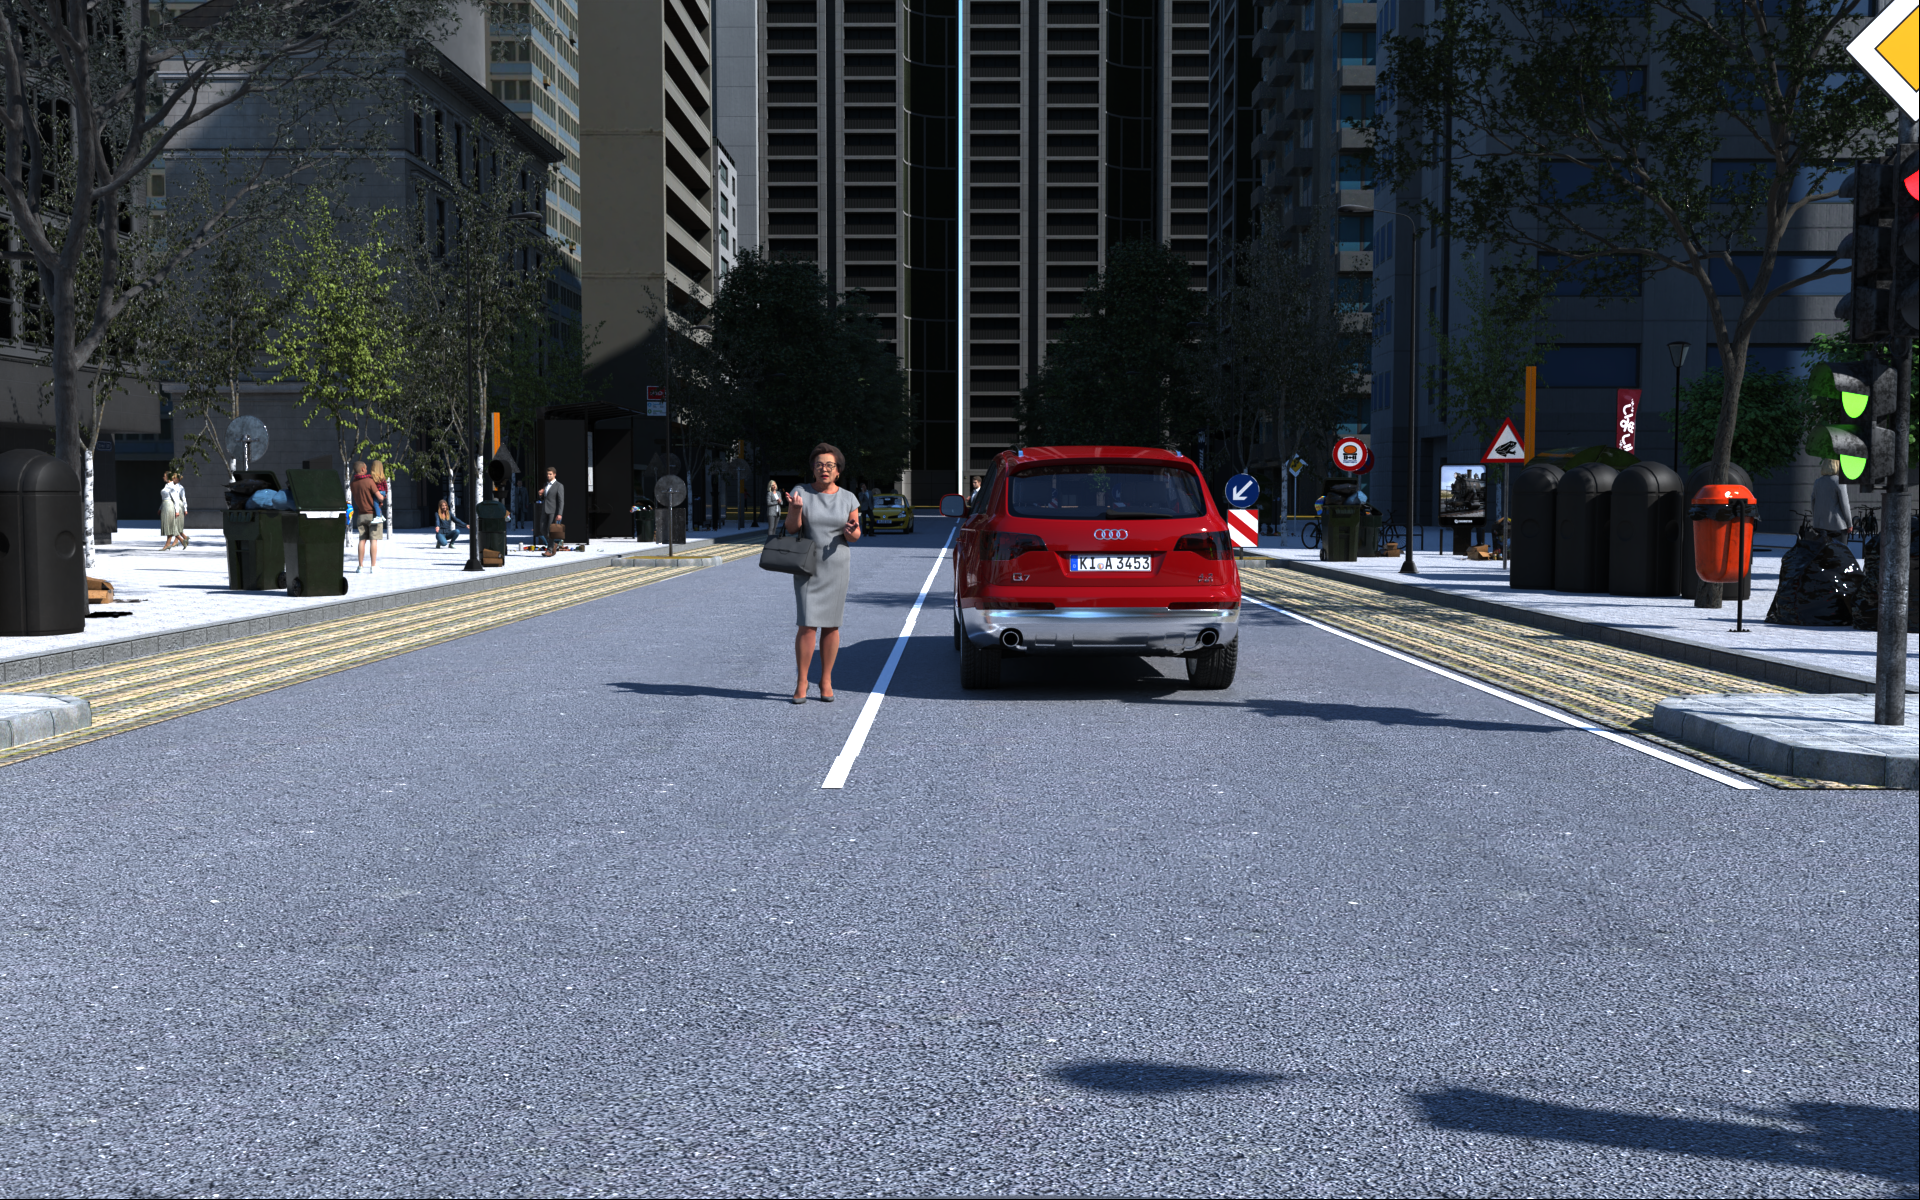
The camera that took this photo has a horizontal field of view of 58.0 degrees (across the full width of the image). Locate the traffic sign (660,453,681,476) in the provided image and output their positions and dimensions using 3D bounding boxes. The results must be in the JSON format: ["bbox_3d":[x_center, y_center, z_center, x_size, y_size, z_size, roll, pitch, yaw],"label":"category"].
[{"bbox_3d":[-9.032,-3.278,53.697,0.768,2.556,0.104,0,4,5],"label":"traffic sign"}]

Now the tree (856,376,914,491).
[{"bbox_3d":[-7.683,-14.050,147.848,7.486,12.596,7.792,0,3,0],"label":"tree"}]

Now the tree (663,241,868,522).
[{"bbox_3d":[-8.775,-9.888,78.678,9.611,12.733,9.660,0,3,0],"label":"tree"}]

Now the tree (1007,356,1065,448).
[{"bbox_3d":[9.223,-15.517,160.350,9.857,13.997,8.962,0,3,0],"label":"tree"}]

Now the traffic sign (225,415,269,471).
[{"bbox_3d":[-11.487,-1.699,27.886,0.768,2.556,0.104,1,4,9],"label":"traffic sign"}]

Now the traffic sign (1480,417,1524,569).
[{"bbox_3d":[9.273,-1.798,29.406,0.884,2.594,0.081,1,4,9],"label":"traffic sign"}]

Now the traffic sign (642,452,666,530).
[{"bbox_3d":[-9.374,-3.267,53.418,0.884,2.594,0.081,0,4,7],"label":"traffic sign"}]

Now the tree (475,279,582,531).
[{"bbox_3d":[-15.533,-6.698,59.868,4.737,8.622,4.395,0,3,0],"label":"tree"}]

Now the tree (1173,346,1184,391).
[{"bbox_3d":[8.218,-6.102,50.129,4.360,8.622,3.978,0,3,0],"label":"tree"}]

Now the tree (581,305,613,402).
[{"bbox_3d":[-15.607,-7.192,67.950,4.737,8.622,4.395,0,3,0],"label":"tree"}]

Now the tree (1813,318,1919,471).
[{"bbox_3d":[13.935,-2.574,25.802,4.285,4.588,4.351,0,3,0],"label":"tree"}]

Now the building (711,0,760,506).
[{"bbox_3d":[-34.878,-39.572,189.006,28.212,58.520,21.231,0,4,0],"label":"building"}]

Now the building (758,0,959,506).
[{"bbox_3d":[-10.471,-45.846,187.832,20.611,71.187,20.563,0,4,0],"label":"building"}]

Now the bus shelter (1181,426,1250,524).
[{"bbox_3d":[9.215,-4.366,62.675,1.731,3.624,6.357,0,4,0],"label":"bus shelter"}]

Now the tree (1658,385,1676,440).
[{"bbox_3d":[17.538,-3.390,39.138,4.285,4.588,4.351,0,3,0],"label":"tree"}]

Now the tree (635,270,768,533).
[{"bbox_3d":[-8.811,-6.546,57.388,4.360,8.622,3.978,0,3,0],"label":"tree"}]

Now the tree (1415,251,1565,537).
[{"bbox_3d":[15.951,-6.207,51.840,4.737,8.622,4.395,0,3,0],"label":"tree"}]

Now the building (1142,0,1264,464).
[{"bbox_3d":[31.483,-45.856,188.005,20.611,71.187,20.563,0,4,0],"label":"building"}]

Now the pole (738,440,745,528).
[{"bbox_3d":[-8.241,-4.368,65.255,0.158,3.312,0.155,0,3,0],"label":"pole"}]

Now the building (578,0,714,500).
[{"bbox_3d":[-29.262,-30.321,119.457,21.300,48.544,21.600,0,4,0],"label":"building"}]

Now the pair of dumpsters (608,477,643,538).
[{"bbox_3d":[-10.715,-3.046,52.303,1.574,2.255,4.437,0,4,0],"label":"pair of dumpsters"}]

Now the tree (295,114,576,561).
[{"bbox_3d":[-9.454,-5.058,33.066,4.360,8.622,3.978,0,3,0],"label":"tree"}]

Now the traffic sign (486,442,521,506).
[{"bbox_3d":[-11.367,-2.635,43.093,0.884,2.594,0.081,0,4,6],"label":"traffic sign"}]

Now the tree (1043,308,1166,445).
[{"bbox_3d":[8.322,-10.275,93.757,9.928,11.665,9.643,0,3,0],"label":"tree"}]

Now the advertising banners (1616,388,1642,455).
[{"bbox_3d":[10.336,-1.970,28.400,2.074,3.025,0.090,-1,4,-21],"label":"advertising banners"}]

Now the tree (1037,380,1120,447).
[{"bbox_3d":[9.170,-11.654,124.954,7.601,10.594,8.767,-1,4,-23],"label":"tree"}]

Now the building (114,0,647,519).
[{"bbox_3d":[-34.773,-24.758,96.679,32.217,40.220,23.993,0,4,0],"label":"building"}]

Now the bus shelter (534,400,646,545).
[{"bbox_3d":[-9.841,-3.380,46.540,1.731,3.624,6.357,0,4,0],"label":"bus shelter"}]

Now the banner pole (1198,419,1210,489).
[{"bbox_3d":[8.151,-4.150,57.873,0.401,3.779,0.863,-2,4,-24],"label":"banner pole"}]

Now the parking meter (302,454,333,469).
[{"bbox_3d":[-9.430,-1.206,25.430,0.399,1.863,0.255,-3,5,-43],"label":"parking meter"}]

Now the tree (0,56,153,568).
[{"bbox_3d":[-15.039,-4.875,30.065,4.360,8.622,3.978,0,3,0],"label":"tree"}]

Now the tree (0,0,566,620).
[{"bbox_3d":[-9.256,-6.570,17.797,12.009,13.543,11.850,0,3,0],"label":"tree"}]

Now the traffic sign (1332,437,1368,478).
[{"bbox_3d":[8.673,-2.354,38.588,0.768,2.556,0.104,0,4,6],"label":"traffic sign"}]

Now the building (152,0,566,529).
[{"bbox_3d":[-24.520,-13.057,64.393,10.553,20.767,40.483,0,4,0],"label":"building"}]

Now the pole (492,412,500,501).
[{"bbox_3d":[-11.611,-3.031,43.400,0.158,3.312,0.155,0,3,0],"label":"pole"}]

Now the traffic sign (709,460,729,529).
[{"bbox_3d":[-8.867,-3.901,63.887,0.768,2.556,0.104,0,4,3],"label":"traffic sign"}]

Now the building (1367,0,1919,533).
[{"bbox_3d":[27.770,-32.264,69.513,21.231,58.520,28.212,0,4,0],"label":"building"}]

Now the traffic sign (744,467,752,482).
[{"bbox_3d":[-8.960,-4.353,71.284,0.768,2.556,0.104,0,4,1],"label":"traffic sign"}]

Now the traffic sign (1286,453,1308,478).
[{"bbox_3d":[10.613,-3.362,54.708,0.795,2.593,0.064,0,4,7],"label":"traffic sign"}]

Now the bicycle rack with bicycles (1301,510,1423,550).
[{"bbox_3d":[9.332,-1.653,40.415,2.925,0.926,2.852,-1,4,-15],"label":"bicycle rack with bicycles"}]

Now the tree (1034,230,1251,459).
[{"bbox_3d":[7.957,-9.697,75.555,9.611,12.733,9.660,0,3,0],"label":"tree"}]

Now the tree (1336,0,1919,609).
[{"bbox_3d":[8.418,-5.166,18.871,8.767,10.594,7.601,0,3,0],"label":"tree"}]

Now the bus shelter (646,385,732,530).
[{"bbox_3d":[-10.466,-5.444,66.640,2.179,5.291,8.768,0,4,0],"label":"bus shelter"}]

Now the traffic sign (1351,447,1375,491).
[{"bbox_3d":[10.563,-2.795,45.806,0.768,2.556,0.104,0,4,4],"label":"traffic sign"}]

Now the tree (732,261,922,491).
[{"bbox_3d":[-8.122,-11.414,93.268,9.857,13.997,8.962,0,3,0],"label":"tree"}]

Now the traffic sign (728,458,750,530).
[{"bbox_3d":[-7.907,-3.781,61.930,0.768,2.556,0.104,0,4,5],"label":"traffic sign"}]

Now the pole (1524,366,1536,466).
[{"bbox_3d":[9.133,-2.077,27.805,0.158,3.312,0.155,0,3,0],"label":"pole"}]

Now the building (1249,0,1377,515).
[{"bbox_3d":[31.256,-30.126,112.175,23.786,49.044,30.456,0,4,0],"label":"building"}]

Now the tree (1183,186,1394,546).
[{"bbox_3d":[8.171,-5.614,42.149,4.360,8.622,3.978,0,3,0],"label":"tree"}]

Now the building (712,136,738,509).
[{"bbox_3d":[-25.736,-22.703,142.895,14.107,30.474,14.160,0,4,0],"label":"building"}]

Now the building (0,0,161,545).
[{"bbox_3d":[-27.122,-14.567,31.676,14.314,27.812,24.014,0,4,0],"label":"building"}]

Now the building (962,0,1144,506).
[{"bbox_3d":[10.591,-45.874,188.284,20.611,71.187,20.563,0,4,0],"label":"building"}]

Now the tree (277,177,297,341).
[{"bbox_3d":[-15.323,-5.221,35.733,4.360,8.622,3.978,0,3,0],"label":"tree"}]

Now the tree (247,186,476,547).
[{"bbox_3d":[-14.719,-5.561,41.285,4.737,8.622,4.395,0,3,0],"label":"tree"}]
